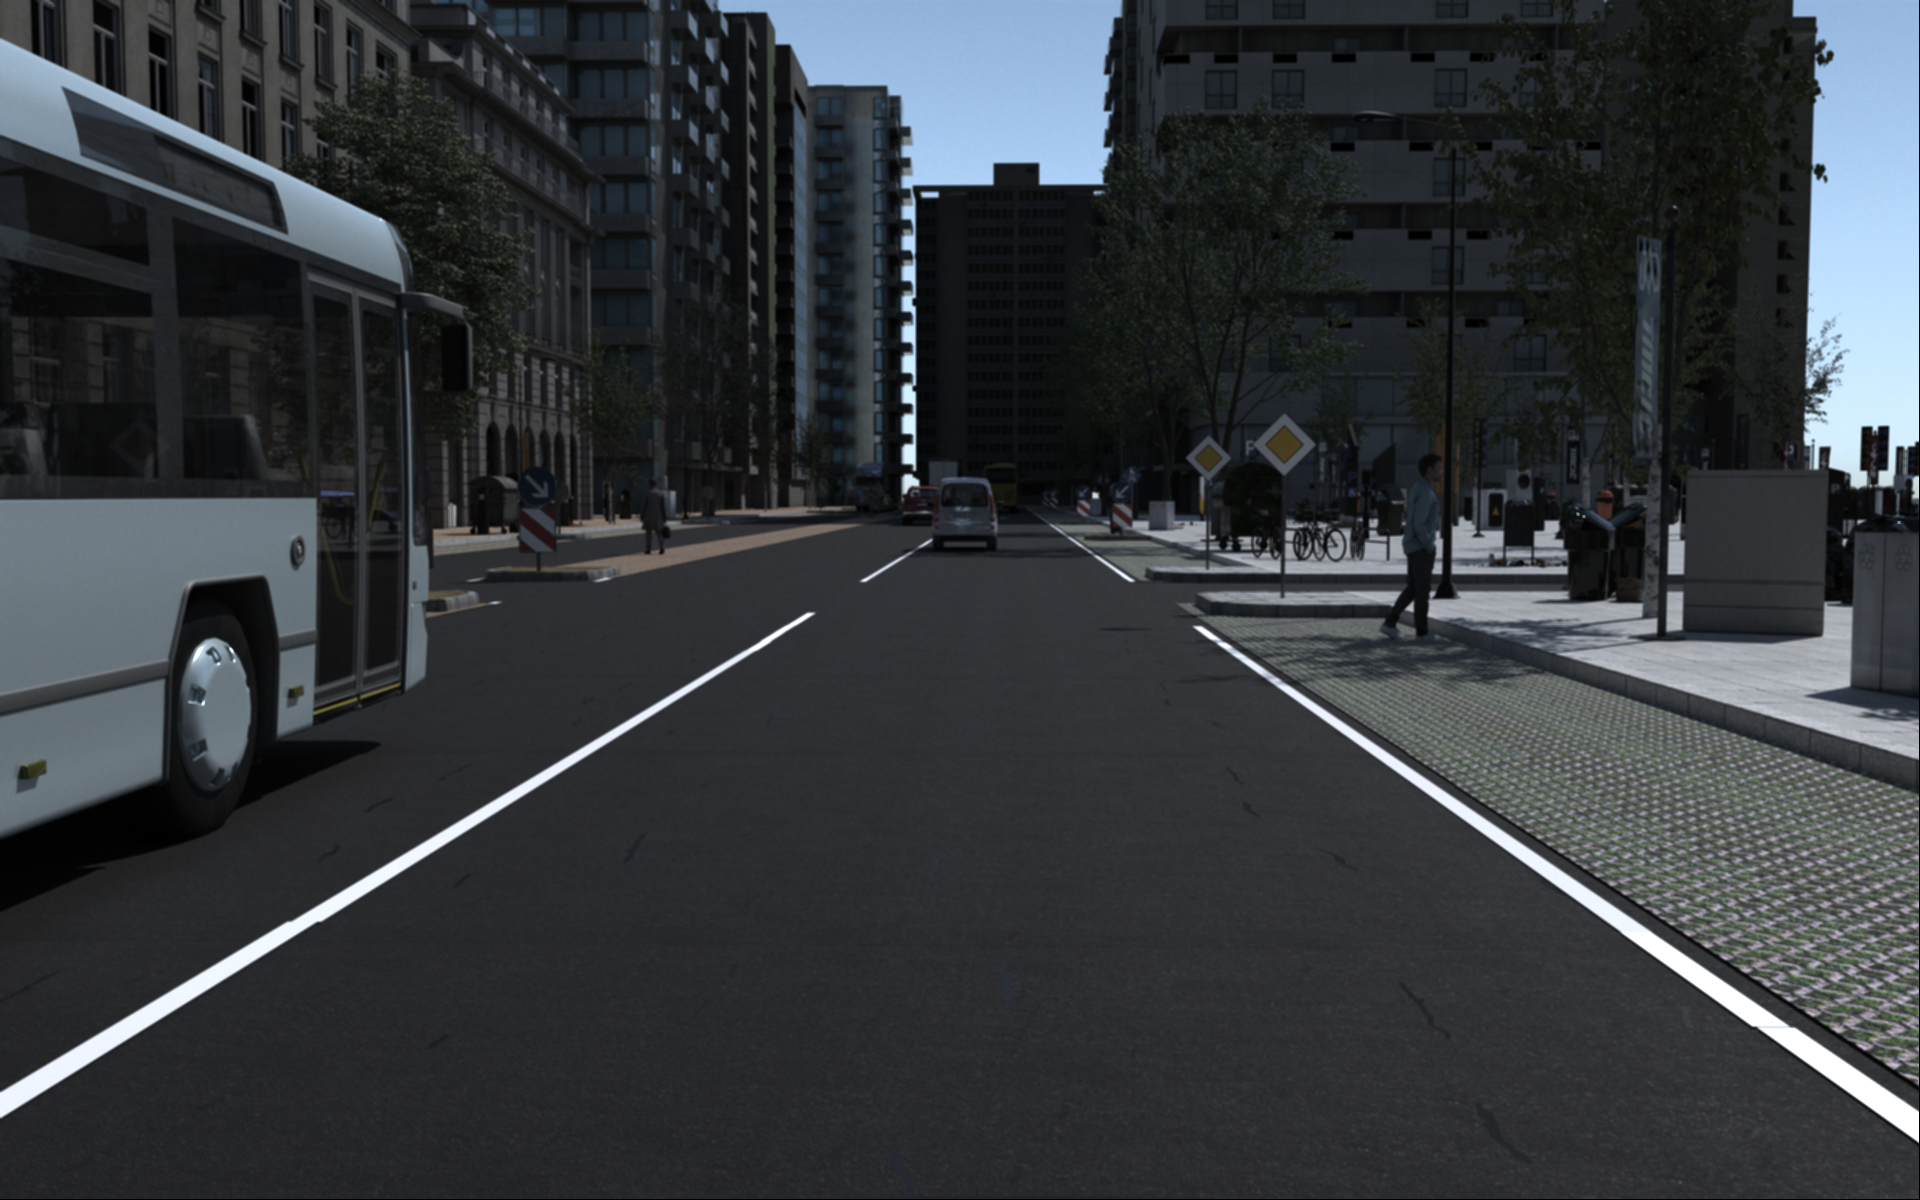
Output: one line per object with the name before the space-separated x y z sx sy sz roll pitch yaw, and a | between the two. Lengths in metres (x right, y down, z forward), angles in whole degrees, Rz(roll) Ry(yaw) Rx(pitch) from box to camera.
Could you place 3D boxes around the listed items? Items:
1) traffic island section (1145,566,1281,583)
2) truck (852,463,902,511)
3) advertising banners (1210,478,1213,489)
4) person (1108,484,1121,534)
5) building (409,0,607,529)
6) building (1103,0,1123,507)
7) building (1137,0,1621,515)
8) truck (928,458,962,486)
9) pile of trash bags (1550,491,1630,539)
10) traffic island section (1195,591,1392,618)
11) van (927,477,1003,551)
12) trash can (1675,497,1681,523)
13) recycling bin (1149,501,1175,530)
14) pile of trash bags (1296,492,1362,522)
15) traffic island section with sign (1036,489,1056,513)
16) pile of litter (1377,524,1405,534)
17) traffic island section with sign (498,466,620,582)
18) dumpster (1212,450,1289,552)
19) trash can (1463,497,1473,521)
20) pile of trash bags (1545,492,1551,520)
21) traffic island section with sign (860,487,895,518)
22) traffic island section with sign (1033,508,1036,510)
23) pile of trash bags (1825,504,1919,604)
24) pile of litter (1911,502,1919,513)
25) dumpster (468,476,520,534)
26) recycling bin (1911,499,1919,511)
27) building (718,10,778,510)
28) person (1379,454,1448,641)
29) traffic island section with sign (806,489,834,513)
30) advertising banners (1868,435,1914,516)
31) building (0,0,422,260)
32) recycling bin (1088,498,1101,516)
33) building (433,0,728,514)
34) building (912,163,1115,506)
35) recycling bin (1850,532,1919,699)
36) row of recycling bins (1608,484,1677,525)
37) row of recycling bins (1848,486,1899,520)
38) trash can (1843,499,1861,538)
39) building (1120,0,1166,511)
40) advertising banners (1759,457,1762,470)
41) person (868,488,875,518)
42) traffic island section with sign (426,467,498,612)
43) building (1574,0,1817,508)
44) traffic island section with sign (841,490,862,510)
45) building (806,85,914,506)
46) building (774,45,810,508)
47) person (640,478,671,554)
traffic island section | 4.212 -0.432 29.342 2.009 0.180 2.903 0 4 2
truck | -7.164 -10.041 153.926 2.967 4.110 18.799 0 4 3
advertising banners | 14.845 -6.329 99.662 0.090 3.025 2.074 3 5 42
person | 5.199 -3.006 58.063 0.534 1.772 0.576 0 4 -8
building | -24.499 -14.237 74.576 13.314 21.916 24.055 0 4 2
building | 24.810 -33.087 160.585 23.786 49.044 30.456 0 4 2
building | 26.314 -32.292 117.217 28.713 52.752 27.495 0 4 2
truck | -1.125 -9.338 141.583 2.839 4.237 11.283 0 4 2
pile of trash bags | 17.789 -2.360 48.333 1.912 1.369 3.447 1 4 11
traffic island section | 3.996 0.056 21.360 2.009 0.180 2.903 0 4 2
van | 0.129 -2.328 45.080 2.013 2.044 4.112 0 4 0
trash can | 31.916 -4.037 77.652 0.748 1.137 0.748 0 3 0
recycling bin | 7.179 -3.001 61.622 0.722 1.027 0.722 2 4 29
pile of trash bags | 17.258 -4.325 80.460 1.912 1.369 3.447 -3 4 -36
traffic island section with sign | 6.978 -7.488 131.059 1.989 1.847 2.006 0 4 2
pile of litter | 14.023 -2.544 55.552 1.719 0.858 1.176 -3 4 -39
traffic island section with sign | -6.974 -1.295 29.304 2.006 1.907 1.989 0 4 2
dumpster | 6.565 -2.242 39.156 1.502 2.255 1.985 0 4 1
trash can | 24.650 -4.398 83.567 0.748 1.137 0.748 0 3 0
pile of trash bags | 29.436 -4.631 85.461 1.912 1.369 3.447 0 4 7
traffic island section with sign | -4.948 -5.889 104.416 2.006 1.907 1.989 0 4 2
traffic island section with sign | 7.703 -9.136 158.004 1.989 1.847 2.006 0 4 2
pile of trash bags | 11.877 -0.669 20.698 3.447 1.369 1.912 0 4 3
pile of litter | 52.143 -4.908 94.217 1.176 0.858 1.719 1 4 11
dumpster | -15.030 -3.066 55.889 1.264 1.857 1.865 0 4 2
recycling bin | 54.633 -5.265 98.644 0.722 1.027 0.722 -3 5 -44
building | -23.038 -28.096 142.965 14.154 41.232 14.086 0 4 2
person | 4.426 -0.511 16.873 0.620 1.820 0.660 0 4 2
traffic island section with sign | -10.584 -7.526 131.685 1.989 1.847 2.006 0 4 2
advertising banners | 27.087 -3.320 50.465 0.090 3.025 2.074 0 4 -7
building | -26.929 -13.083 47.183 16.112 22.955 30.059 0 4 2
recycling bin | 7.932 -5.429 101.326 0.722 1.027 0.722 -1 4 -11
building | -28.436 -30.644 120.635 23.786 49.044 30.456 0 4 2
building | 6.609 -31.445 205.999 23.993 40.220 32.217 0 4 2
recycling bin | 6.309 0.083 11.203 0.722 1.027 0.722 0 4 -6
row of recycling bins | 29.123 -4.100 74.145 1.069 1.692 3.534 -2 4 -24
row of recycling bins | 48.098 -5.225 92.544 3.534 1.692 1.069 1 4 17
trash can | 25.762 -2.367 50.362 0.748 1.137 0.748 0 3 0
building | 19.839 -27.836 138.721 14.154 41.232 14.086 0 4 2
advertising banners | 37.863 -5.230 81.698 0.090 3.025 2.074 1 4 18
person | -5.150 -5.713 102.175 0.573 1.790 0.520 -3 4 -38
traffic island section with sign | -7.184 -0.842 21.900 2.006 1.907 1.989 0 4 2
building | 68.200 -33.095 164.806 21.600 48.544 21.300 0 4 2
traffic island section with sign | -9.840 -9.210 159.204 1.989 1.847 2.006 0 4 2
building | -20.701 -35.677 202.927 30.456 49.044 23.786 0 4 2
building | -22.790 -31.853 170.915 14.200 45.320 14.600 0 4 2
person | -7.262 -1.988 41.110 0.694 1.812 0.767 -2 4 -27
